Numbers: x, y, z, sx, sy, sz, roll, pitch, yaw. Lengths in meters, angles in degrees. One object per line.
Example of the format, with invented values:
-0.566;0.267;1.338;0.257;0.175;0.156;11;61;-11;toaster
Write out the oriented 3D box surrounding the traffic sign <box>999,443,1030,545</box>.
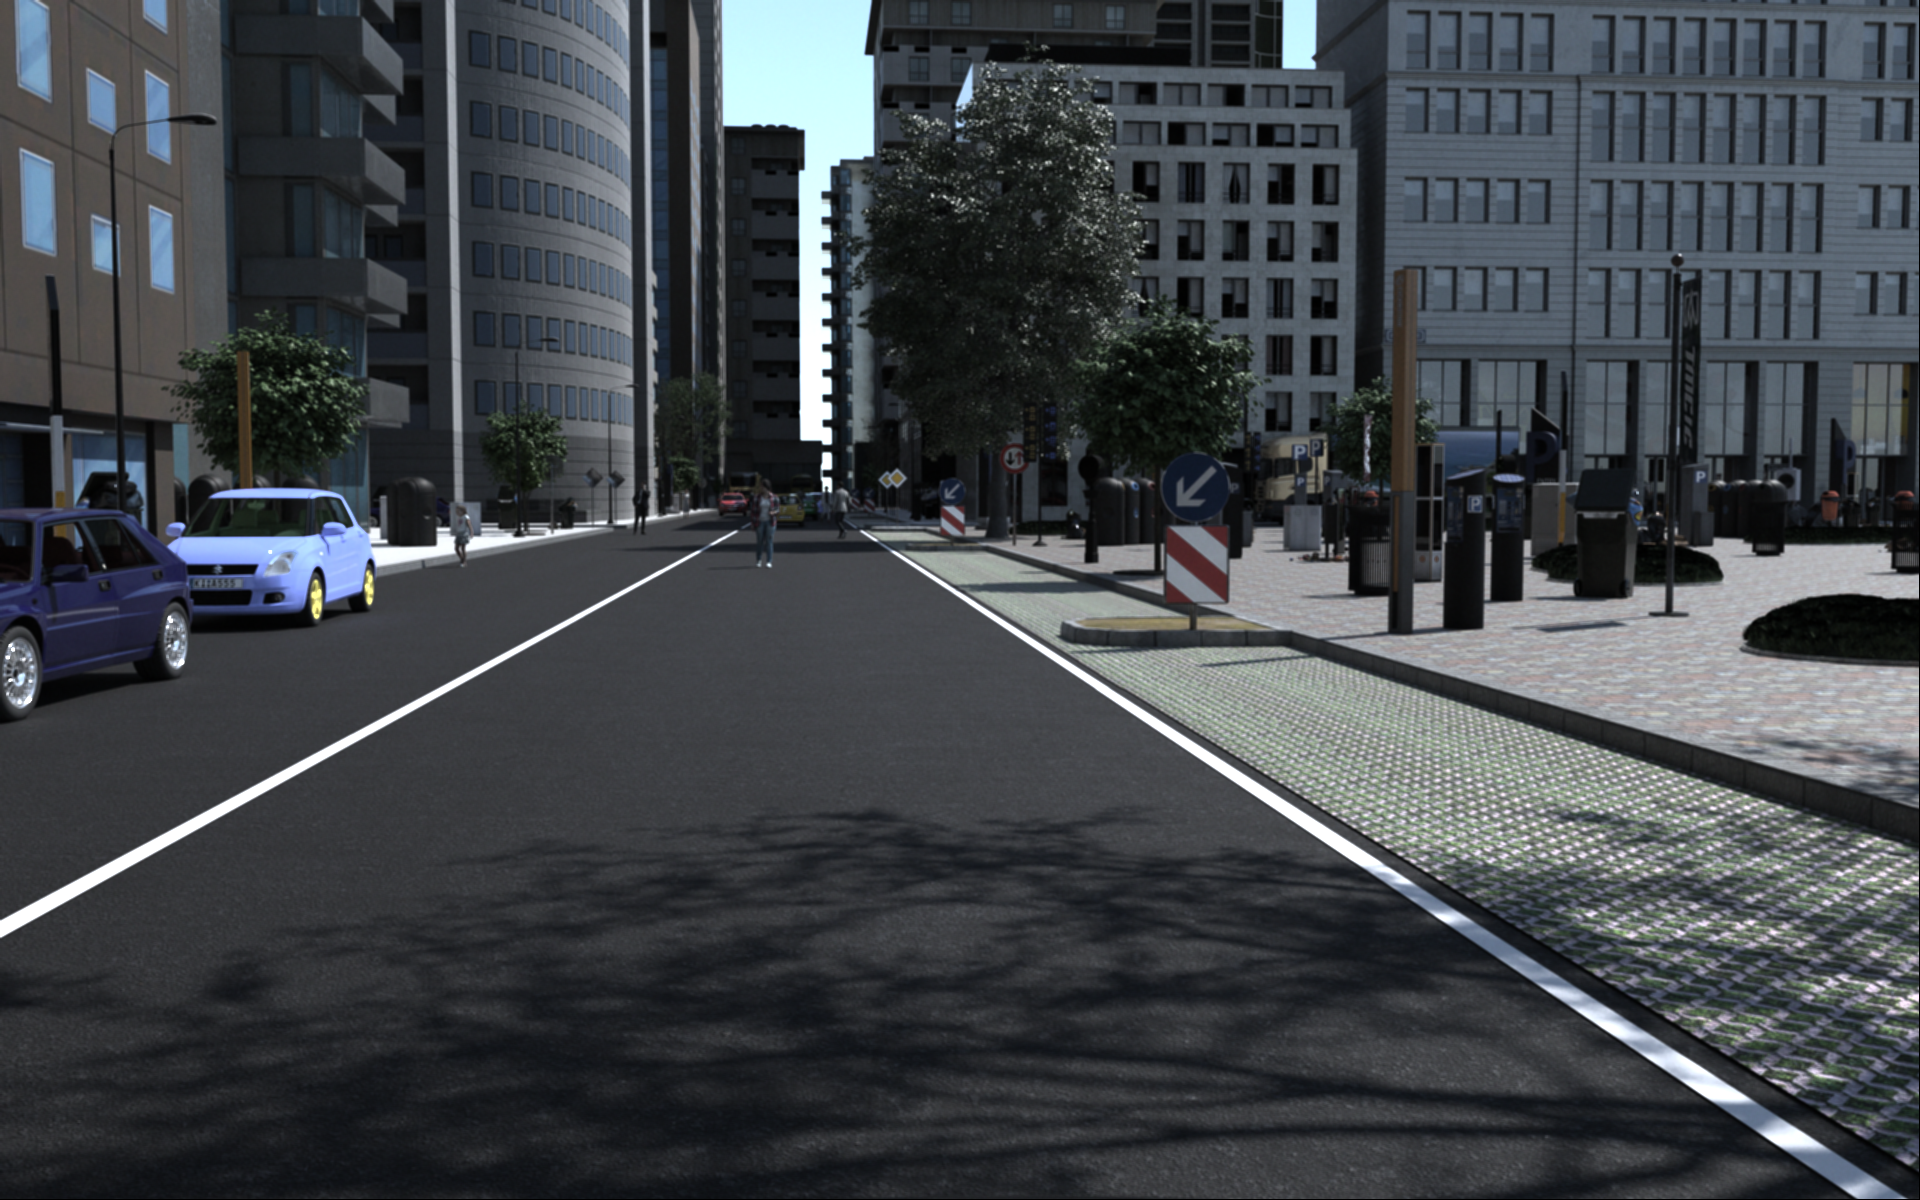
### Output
1.361;-2.636;43.208;0.768;2.556;0.104;0;4;-3;traffic sign

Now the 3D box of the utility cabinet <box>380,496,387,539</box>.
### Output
-15.962;-2.333;49.299;1.020;1.237;0.306;-1;4;-13;utility cabinet

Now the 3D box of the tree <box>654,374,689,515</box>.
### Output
-18.760;-9.567;106.777;4.360;8.622;3.978;0;3;0;tree

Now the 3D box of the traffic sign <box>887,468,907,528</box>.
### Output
-2.411;-3.836;66.366;0.795;2.450;0.064;0;4;-5;traffic sign

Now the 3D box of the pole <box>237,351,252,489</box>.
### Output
-10.263;-1.898;24.884;0.158;3.312;0.155;0;3;0;pole

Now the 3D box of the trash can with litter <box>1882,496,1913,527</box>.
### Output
35.432;-3.317;65.283;2.233;1.210;1.678;-2;4;-25;trash can with litter

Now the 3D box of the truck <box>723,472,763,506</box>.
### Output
-19.270;-9.765;155.583;3.469;3.379;9.791;0;4;-4;truck

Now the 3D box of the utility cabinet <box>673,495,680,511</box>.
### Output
-19.549;-6.520;117.767;1.020;1.237;0.306;-3;5;-44;utility cabinet

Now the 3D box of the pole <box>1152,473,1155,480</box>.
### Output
8.522;-5.027;76.028;0.158;3.312;0.155;0;3;0;pole

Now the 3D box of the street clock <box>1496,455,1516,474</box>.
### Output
10.020;-1.667;31.828;0.358;2.002;0.471;0;4;0;street clock

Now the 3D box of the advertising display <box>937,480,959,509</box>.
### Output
-0.486;-4.366;76.597;0.974;1.923;0.123;2;4;35;advertising display

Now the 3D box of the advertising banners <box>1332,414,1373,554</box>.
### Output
8.513;-2.521;37.412;0.090;3.025;2.074;2;4;35;advertising banners

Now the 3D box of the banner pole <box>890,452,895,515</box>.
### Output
-4.041;-6.946;103.580;0.401;3.779;0.863;1;4;15;banner pole

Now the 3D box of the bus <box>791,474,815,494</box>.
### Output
-19.137;-13.386;210.404;2.896;3.916;12.252;0;4;-4;bus

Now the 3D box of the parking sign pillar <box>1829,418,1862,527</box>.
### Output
31.593;-4.497;61.994;1.447;3.967;1.447;-3;5;-42;parking sign pillar

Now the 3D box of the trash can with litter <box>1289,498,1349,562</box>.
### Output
7.153;-1.370;33.451;1.678;1.210;2.233;0;4;-6;trash can with litter

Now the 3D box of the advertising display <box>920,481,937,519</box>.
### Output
-1.594;-5.082;88.308;0.974;1.923;0.123;-1;4;-11;advertising display

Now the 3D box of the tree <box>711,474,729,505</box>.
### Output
-23.576;-10.716;169.806;1.663;3.219;1.824;0;3;0;tree

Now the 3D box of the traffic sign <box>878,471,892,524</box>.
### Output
-3.122;-4.323;74.319;0.795;2.450;0.064;0;4;-5;traffic sign

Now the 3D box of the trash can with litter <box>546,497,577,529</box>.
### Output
-14.598;-3.183;63.434;1.055;1.170;0.624;-3;4;-36;trash can with litter

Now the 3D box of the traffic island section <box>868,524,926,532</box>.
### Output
-2.388;-2.701;66.445;2.009;0.180;2.903;0;4;-5;traffic island section

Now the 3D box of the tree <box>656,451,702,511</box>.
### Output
-21.114;-8.955;130.122;4.285;4.588;4.351;0;3;0;tree

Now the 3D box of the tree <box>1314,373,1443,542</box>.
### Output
11.372;-3.878;47.117;4.285;4.588;4.351;0;3;0;tree

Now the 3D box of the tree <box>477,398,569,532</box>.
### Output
-14.888;-4.623;59.306;4.285;4.588;4.351;0;3;0;tree

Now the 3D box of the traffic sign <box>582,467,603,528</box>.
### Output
-13.861;-3.775;65.366;0.795;2.450;0.064;0;4;-5;traffic sign

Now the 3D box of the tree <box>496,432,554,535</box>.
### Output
-13.624;-3.634;54.017;1.663;3.219;1.824;0;3;0;tree

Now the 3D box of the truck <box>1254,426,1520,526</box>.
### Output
17.393;-5.099;72.289;11.283;4.237;2.839;0;4;-4;truck

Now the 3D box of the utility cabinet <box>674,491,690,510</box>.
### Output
-21.493;-7.655;133.832;1.173;1.500;0.318;-2;4;-29;utility cabinet

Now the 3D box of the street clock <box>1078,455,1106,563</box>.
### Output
2.449;-1.690;32.199;0.471;2.002;0.358;3;4;37;street clock

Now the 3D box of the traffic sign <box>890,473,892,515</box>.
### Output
-4.214;-6.450;105.559;0.768;2.556;0.104;0;4;-5;traffic sign

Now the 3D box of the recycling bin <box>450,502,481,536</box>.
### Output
-15.244;-2.497;53.388;0.722;1.027;0.722;-3;5;-41;recycling bin

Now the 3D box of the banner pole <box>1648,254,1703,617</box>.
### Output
7.486;-1.709;17.955;0.401;3.779;0.863;0;4;1;banner pole

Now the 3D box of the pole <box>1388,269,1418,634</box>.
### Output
4.061;-1.347;15.872;0.158;3.312;0.155;0;3;0;pole

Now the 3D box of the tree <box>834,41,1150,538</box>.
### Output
1.094;-8.807;50.654;9.857;13.997;8.962;0;3;0;tree

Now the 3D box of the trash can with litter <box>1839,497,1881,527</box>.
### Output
29.575;-2.796;57.098;1.055;1.170;0.624;0;4;-5;trash can with litter

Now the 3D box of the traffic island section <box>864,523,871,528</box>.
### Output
-3.099;-3.188;74.399;2.009;0.180;2.903;0;4;-5;traffic island section

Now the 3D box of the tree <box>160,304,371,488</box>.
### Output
-11.976;-2.834;30.058;4.285;4.588;4.351;0;3;0;tree

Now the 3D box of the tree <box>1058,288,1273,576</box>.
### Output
3.272;-2.695;27.777;4.285;4.588;4.351;0;3;0;tree

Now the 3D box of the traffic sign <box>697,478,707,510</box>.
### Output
-20.334;-8.353;136.682;0.768;2.556;0.104;0;4;-4;traffic sign

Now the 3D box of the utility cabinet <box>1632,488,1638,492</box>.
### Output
24.869;-3.459;65.230;1.173;1.500;0.318;3;5;44;utility cabinet

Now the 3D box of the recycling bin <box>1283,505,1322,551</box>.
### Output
7.753;-1.632;39.236;0.722;1.027;0.722;0;4;-1;recycling bin

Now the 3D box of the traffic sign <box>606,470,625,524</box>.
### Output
-14.573;-4.262;73.319;0.795;2.450;0.064;0;4;-5;traffic sign

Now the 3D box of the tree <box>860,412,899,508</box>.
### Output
-7.130;-12.551;155.579;4.360;8.622;3.978;0;3;0;tree

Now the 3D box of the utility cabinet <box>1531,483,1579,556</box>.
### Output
11.949;-1.585;34.598;0.318;1.500;1.173;-2;4;-26;utility cabinet

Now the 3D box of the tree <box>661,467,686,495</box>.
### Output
-20.038;-7.746;121.252;1.663;3.219;1.824;0;3;0;tree

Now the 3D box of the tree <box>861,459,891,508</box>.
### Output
-7.859;-10.966;163.002;4.285;4.588;4.351;0;3;0;tree

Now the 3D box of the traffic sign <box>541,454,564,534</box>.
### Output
-13.105;-3.395;55.611;0.768;2.556;0.104;0;4;-3;traffic sign

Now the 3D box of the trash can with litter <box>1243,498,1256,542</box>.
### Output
7.511;-2.111;45.907;0.624;1.170;1.055;1;4;15;trash can with litter

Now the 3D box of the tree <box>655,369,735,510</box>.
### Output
-22.273;-13.327;143.651;9.928;11.665;9.643;0;3;0;tree
